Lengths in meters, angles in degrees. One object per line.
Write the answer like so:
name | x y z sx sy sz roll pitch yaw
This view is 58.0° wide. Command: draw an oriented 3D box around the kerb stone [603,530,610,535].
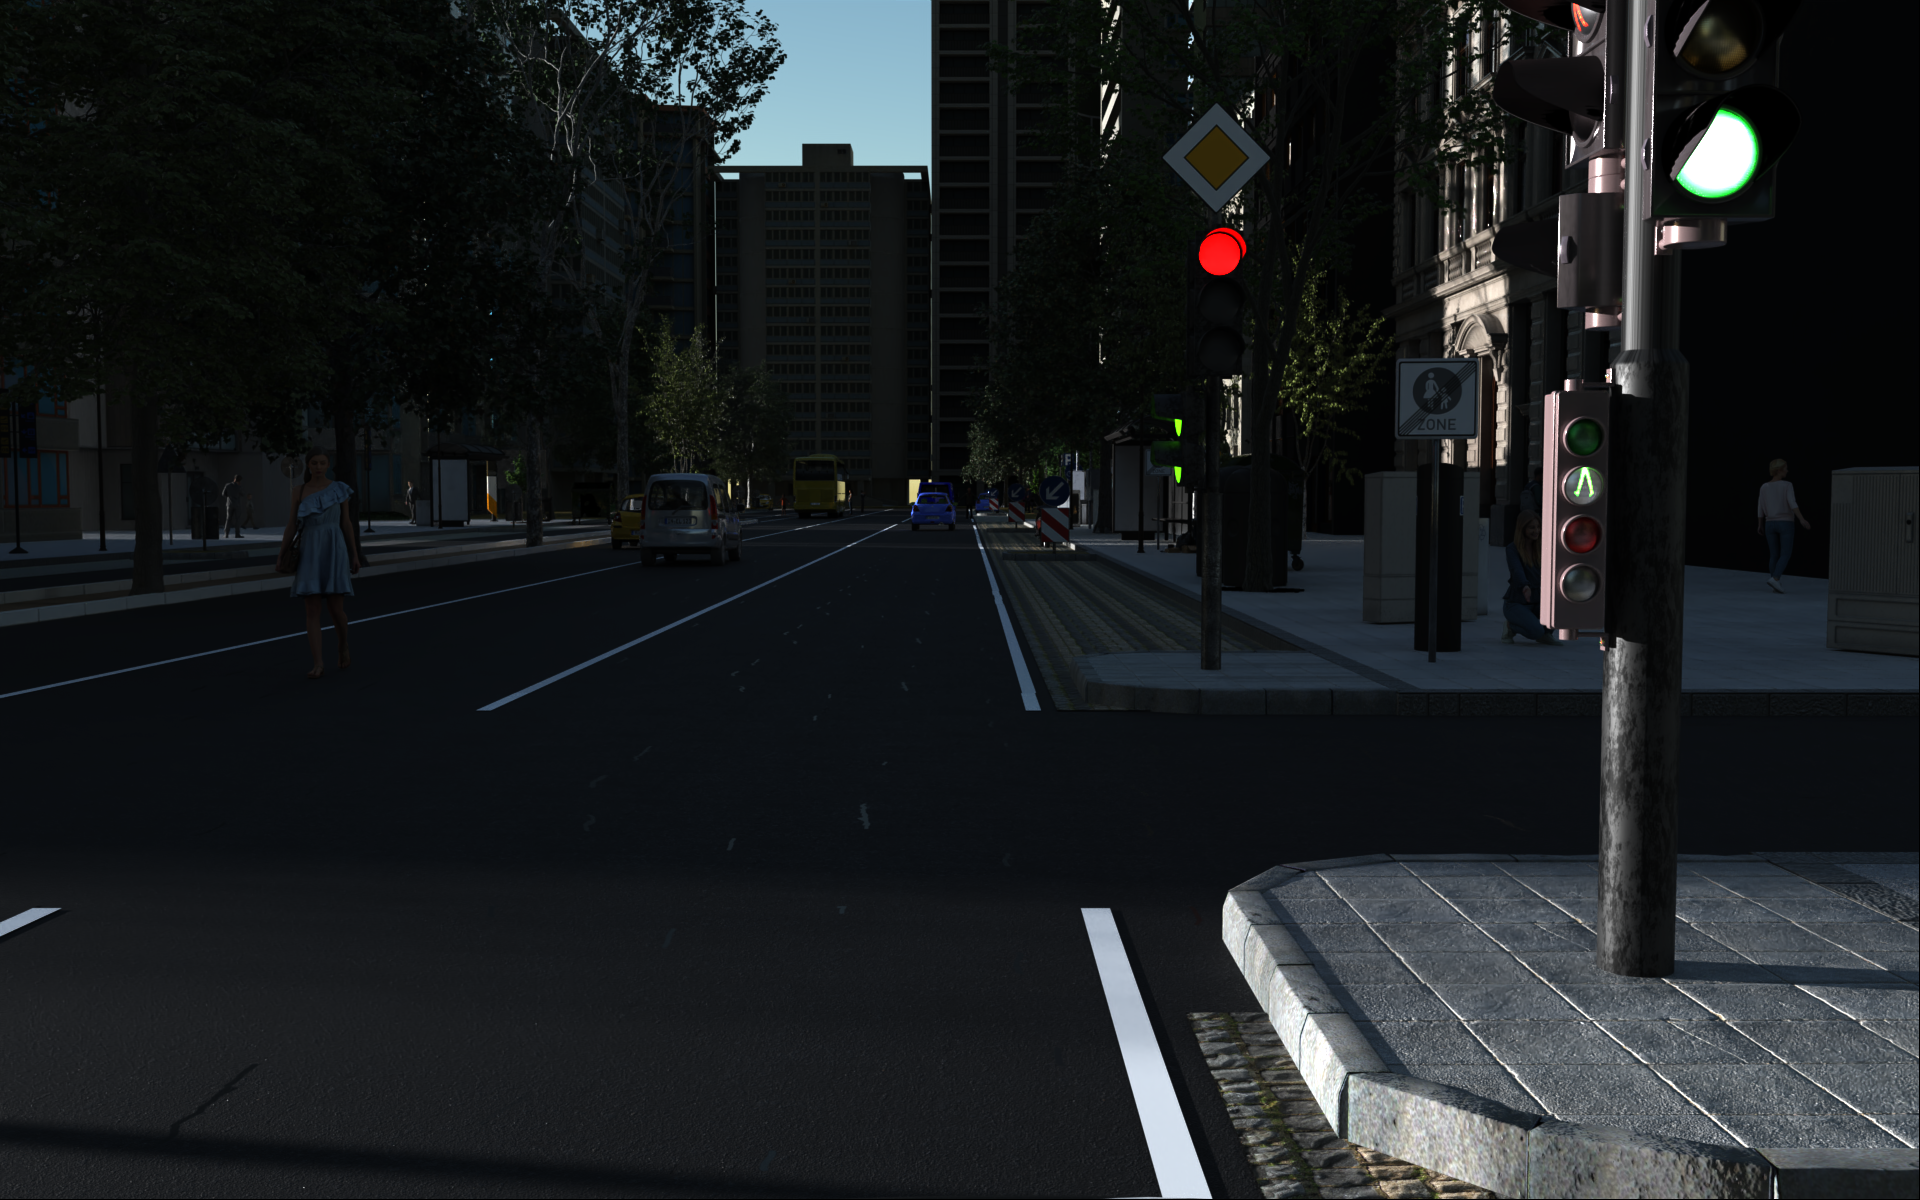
kerb stone | -12.379 -2.308 59.929 0.120 0.150 1.000 0 4 0

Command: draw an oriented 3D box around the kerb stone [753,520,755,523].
kerb stone | -10.224 -3.810 84.488 0.120 0.150 1.000 0 4 0

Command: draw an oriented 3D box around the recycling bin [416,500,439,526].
recycling bin | -21.600 -3.530 70.272 0.722 1.027 0.722 0 4 4

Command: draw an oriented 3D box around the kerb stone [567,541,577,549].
kerb stone | -10.320 -1.427 45.531 0.120 0.150 1.000 0 4 0

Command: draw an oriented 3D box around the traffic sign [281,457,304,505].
traffic sign | -21.670 -3.431 56.197 0.768 2.556 0.104 0 4 5

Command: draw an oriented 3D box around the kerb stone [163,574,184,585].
kerb stone | -12.472 -0.300 27.098 0.120 0.150 1.000 0 4 0

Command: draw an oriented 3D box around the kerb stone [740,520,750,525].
kerb stone | -10.234 -3.680 82.444 0.120 0.150 1.000 0 4 0

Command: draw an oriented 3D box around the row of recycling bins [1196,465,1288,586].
row of recycling bins | 4.083 -1.127 25.547 1.069 1.692 3.534 0 3 0

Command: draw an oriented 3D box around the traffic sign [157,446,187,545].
traffic sign | -19.851 -2.661 43.517 0.884 2.594 0.081 0 4 6

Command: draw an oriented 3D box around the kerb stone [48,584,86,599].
kerb stone | -12.473 -0.112 24.023 0.120 0.150 1.000 0 4 0

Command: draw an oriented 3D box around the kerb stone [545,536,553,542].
kerb stone | -12.399 -1.805 51.705 0.120 0.150 1.000 0 4 0

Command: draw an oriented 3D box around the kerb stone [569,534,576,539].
kerb stone | -12.403 -1.991 54.798 0.120 0.150 1.000 0 4 0

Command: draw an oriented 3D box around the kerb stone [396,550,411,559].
kerb stone | -12.434 -0.986 38.374 0.120 0.150 1.000 0 4 0

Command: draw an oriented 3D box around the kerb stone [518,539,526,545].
kerb stone | -12.419 -1.617 48.632 0.120 0.150 1.000 0 4 0

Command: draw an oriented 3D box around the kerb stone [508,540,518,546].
kerb stone | -12.416 -1.554 47.608 0.120 0.150 1.000 0 4 0

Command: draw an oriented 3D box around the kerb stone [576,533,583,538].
kerb stone | -12.399 -2.048 55.821 0.120 0.150 1.000 0 4 0

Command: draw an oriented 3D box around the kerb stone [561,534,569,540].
kerb stone | -12.400 -1.931 53.761 0.120 0.150 1.000 0 4 0

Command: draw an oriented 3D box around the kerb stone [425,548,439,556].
kerb stone | -12.433 -1.112 40.430 0.120 0.150 1.000 0 4 0

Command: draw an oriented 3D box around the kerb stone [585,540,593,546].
kerb stone | -10.314 -1.553 47.587 0.120 0.150 1.000 0 4 0

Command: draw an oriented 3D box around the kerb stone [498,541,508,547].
kerb stone | -12.413 -1.487 46.577 0.120 0.150 1.000 0 4 0

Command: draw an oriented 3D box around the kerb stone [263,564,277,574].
kerb stone | -12.457 -0.548 31.192 0.120 0.150 1.000 0 4 0

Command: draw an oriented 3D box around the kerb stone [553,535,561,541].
kerb stone | -12.400 -1.861 52.730 0.120 0.150 1.000 0 4 0

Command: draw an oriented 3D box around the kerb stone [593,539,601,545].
kerb stone | -10.311 -1.615 48.609 0.120 0.150 1.000 0 4 0

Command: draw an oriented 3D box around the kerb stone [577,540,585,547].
kerb stone | -10.321 -1.490 46.560 0.120 0.150 1.000 0 4 0

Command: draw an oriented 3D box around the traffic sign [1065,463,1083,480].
traffic sign | 4.634 -4.297 70.357 0.768 2.556 0.104 1 4 9

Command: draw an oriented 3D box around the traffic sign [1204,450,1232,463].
traffic sign | 6.145 -2.556 41.531 0.795 2.593 0.064 0 4 2

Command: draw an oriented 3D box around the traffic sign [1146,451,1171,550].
traffic sign | 4.568 -2.307 39.853 0.606 2.300 0.079 1 4 10

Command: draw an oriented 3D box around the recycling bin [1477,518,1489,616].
recycling bin | 5.126 -0.361 18.460 0.722 1.027 0.722 -2 4 -30

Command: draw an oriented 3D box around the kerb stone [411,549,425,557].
kerb stone | -12.436 -1.053 39.405 0.120 0.150 1.000 0 4 0

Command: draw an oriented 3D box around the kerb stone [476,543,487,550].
kerb stone | -12.424 -1.365 44.532 0.120 0.150 1.000 0 4 0

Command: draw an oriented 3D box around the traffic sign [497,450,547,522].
traffic sign | -20.115 -5.238 79.508 2.265 3.308 0.079 0 4 2

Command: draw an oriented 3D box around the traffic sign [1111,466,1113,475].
traffic sign | 6.100 -4.083 66.485 0.795 2.593 0.064 0 4 4

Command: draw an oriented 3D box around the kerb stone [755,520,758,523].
kerb stone | -10.220 -3.873 85.514 0.120 0.150 1.000 0 4 0

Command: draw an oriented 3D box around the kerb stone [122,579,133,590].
kerb stone | -12.463 -0.237 26.068 0.120 0.150 1.000 0 4 0

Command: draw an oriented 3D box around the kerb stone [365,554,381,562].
kerb stone | -12.438 -0.863 36.327 0.120 0.150 1.000 0 4 0

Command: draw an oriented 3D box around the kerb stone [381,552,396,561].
kerb stone | -12.437 -0.927 37.349 0.120 0.150 1.000 0 4 0

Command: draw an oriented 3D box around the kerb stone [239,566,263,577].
kerb stone | -12.450 -0.488 30.168 0.120 0.150 1.000 0 4 0

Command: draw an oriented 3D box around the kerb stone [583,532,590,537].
kerb stone | -12.395 -2.119 56.843 0.120 0.150 1.000 0 4 0

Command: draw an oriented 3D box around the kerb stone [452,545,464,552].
kerb stone | -12.434 -1.241 42.483 0.120 0.150 1.000 0 4 0

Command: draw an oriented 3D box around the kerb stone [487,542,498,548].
kerb stone | -12.417 -1.426 45.554 0.120 0.150 1.000 0 4 0

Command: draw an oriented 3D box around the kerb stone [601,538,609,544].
kerb stone | -10.306 -1.677 49.633 0.120 0.150 1.000 0 4 0

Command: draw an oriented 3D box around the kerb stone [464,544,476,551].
kerb stone | -12.424 -1.303 43.507 0.120 0.150 1.000 0 4 0

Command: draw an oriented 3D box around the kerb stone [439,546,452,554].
kerb stone | -12.427 -1.178 41.461 0.120 0.150 1.000 0 4 0

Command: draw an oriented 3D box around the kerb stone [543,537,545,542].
kerb stone | -12.403 -1.740 50.677 0.120 0.150 1.000 0 4 0

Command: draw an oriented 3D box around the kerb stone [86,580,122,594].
kerb stone | -12.462 -0.174 25.046 0.120 0.150 1.000 0 4 0

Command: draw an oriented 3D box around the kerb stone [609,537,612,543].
kerb stone | -10.319 -1.738 50.662 0.120 0.150 1.000 0 4 0

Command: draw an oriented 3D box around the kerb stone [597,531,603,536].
kerb stone | -12.381 -2.245 58.898 0.120 0.150 1.000 0 4 0

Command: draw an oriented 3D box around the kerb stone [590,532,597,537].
kerb stone | -12.393 -2.182 57.865 0.120 0.150 1.000 0 4 0

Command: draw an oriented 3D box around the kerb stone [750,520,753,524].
kerb stone | -10.229 -3.747 83.466 0.120 0.150 1.000 0 4 0

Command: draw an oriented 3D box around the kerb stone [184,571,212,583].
kerb stone | -12.463 -0.362 28.122 0.120 0.150 1.000 0 4 0

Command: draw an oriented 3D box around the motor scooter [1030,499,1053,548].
motor scooter | 2.293 -2.069 46.611 0.815 1.314 1.986 0 4 -1

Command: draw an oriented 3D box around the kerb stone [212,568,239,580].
kerb stone | -12.452 -0.425 29.144 0.120 0.150 1.000 0 4 0

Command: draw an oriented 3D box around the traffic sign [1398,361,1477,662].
traffic sign | 3.600 -0.673 13.141 0.606 2.300 0.079 0 4 8

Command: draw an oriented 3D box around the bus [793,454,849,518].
bus | -8.455 -6.972 105.534 2.896 3.916 12.252 0 4 -1

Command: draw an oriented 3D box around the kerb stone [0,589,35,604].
kerb stone | -12.470 -0.048 23.000 0.120 0.150 1.000 0 4 0
